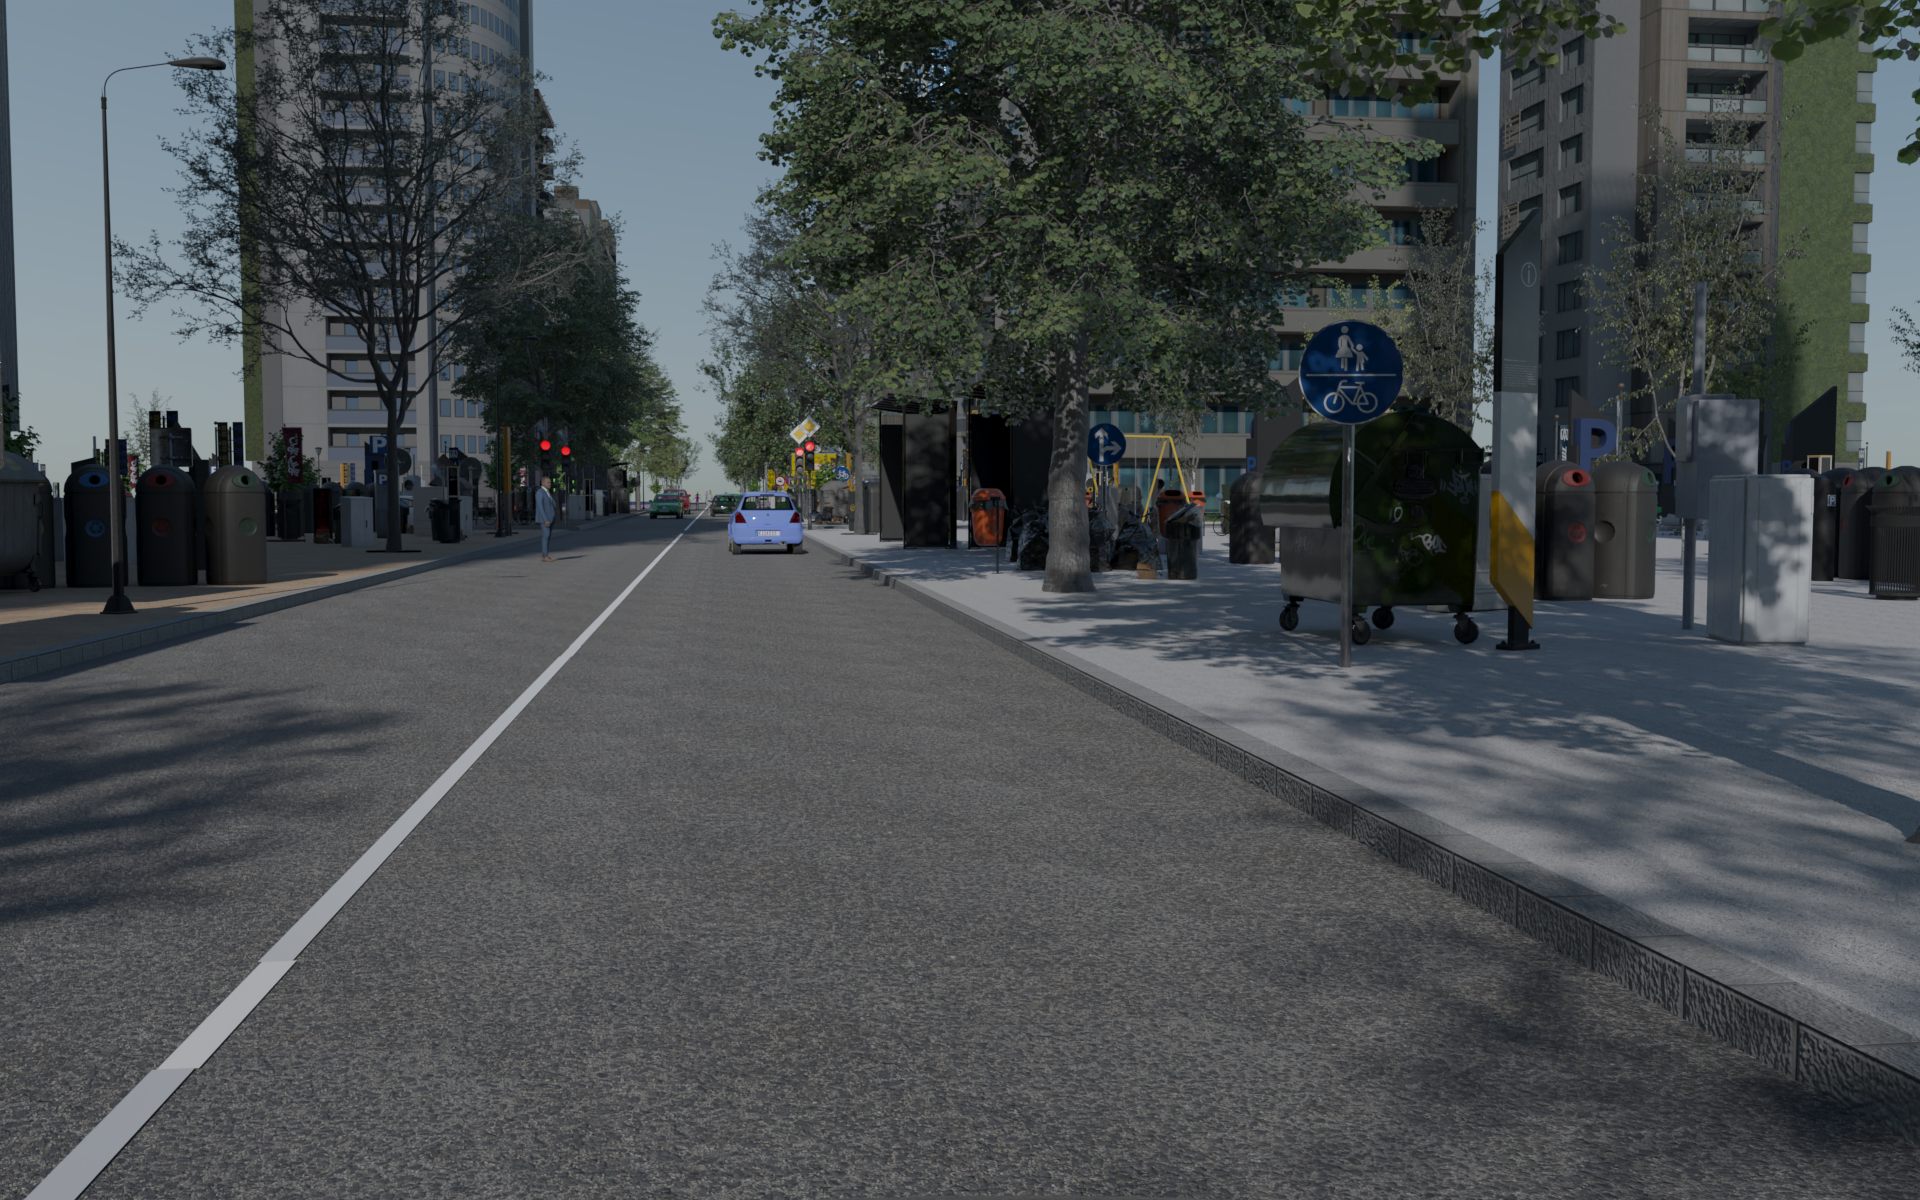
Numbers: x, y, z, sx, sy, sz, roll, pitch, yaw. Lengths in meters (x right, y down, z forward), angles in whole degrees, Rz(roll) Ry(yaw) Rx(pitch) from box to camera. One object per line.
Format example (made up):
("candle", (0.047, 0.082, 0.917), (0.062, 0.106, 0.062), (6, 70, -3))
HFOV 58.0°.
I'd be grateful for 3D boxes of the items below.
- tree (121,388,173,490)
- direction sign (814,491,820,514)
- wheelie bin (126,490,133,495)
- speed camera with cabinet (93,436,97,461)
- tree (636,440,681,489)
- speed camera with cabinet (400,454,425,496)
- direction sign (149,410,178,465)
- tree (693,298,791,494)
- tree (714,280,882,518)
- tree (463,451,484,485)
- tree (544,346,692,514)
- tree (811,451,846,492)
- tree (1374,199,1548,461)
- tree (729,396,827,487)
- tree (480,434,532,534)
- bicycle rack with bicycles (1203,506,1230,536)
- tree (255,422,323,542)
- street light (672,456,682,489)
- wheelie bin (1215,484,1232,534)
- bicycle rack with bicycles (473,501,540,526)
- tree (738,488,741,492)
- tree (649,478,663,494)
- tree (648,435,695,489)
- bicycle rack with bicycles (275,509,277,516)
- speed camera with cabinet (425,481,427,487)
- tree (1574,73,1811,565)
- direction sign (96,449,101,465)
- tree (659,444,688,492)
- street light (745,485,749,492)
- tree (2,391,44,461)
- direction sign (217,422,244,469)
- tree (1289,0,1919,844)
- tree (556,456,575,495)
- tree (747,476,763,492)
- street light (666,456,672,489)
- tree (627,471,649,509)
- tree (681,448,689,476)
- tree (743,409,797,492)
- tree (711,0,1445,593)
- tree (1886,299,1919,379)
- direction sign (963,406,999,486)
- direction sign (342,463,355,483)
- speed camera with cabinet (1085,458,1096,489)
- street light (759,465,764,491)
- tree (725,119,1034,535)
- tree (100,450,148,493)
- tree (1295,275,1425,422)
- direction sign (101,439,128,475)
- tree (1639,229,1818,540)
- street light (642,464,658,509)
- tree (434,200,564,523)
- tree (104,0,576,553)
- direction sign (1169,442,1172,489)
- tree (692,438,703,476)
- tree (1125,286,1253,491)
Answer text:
("tree", (-56.177, -10.377, 120.033), (4.360, 8.622, 3.978), (0, 3, 0))
("direction sign", (-10.570, -8.147, 125.195), (0.876, 3.537, 0.379), (3, 5, 41))
("wheelie bin", (-61.531, -7.339, 127.908), (0.693, 1.594, 0.980), (0, 4, 2))
("speed camera with cabinet", (-28.917, -3.939, 58.734), (0.660, 3.252, 2.038), (-3, 5, -41))
("tree", (-35.900, -15.500, 203.786), (4.737, 8.622, 4.395), (0, 3, 0))
("speed camera with cabinet", (-27.883, -5.624, 86.291), (2.038, 3.252, 0.660), (1, 4, 18))
("direction sign", (-21.594, -3.367, 47.053), (0.876, 3.537, 0.379), (1, 4, 11))
("tree", (-19.778, -19.147, 168.938), (12.611, 20.169, 13.585), (0, 3, 0))
("tree", (-8.464, -10.758, 92.895), (9.611, 12.733, 9.660), (0, 3, 0))
("tree", (-37.896, -9.064, 131.913), (4.285, 4.588, 4.351), (0, 3, 0))
("tree", (-23.333, -11.443, 112.847), (9.928, 11.665, 9.643), (0, 3, 0))
("tree", (-5.894, -5.077, 77.615), (1.663, 3.219, 1.824), (0, 3, 0))
("tree", (12.263, -5.679, 43.214), (4.360, 8.622, 3.978), (0, 3, 0))
("tree", (-14.600, -12.428, 137.609), (8.767, 10.594, 7.601), (-2, 4, -27))
("tree", (-14.662, -3.750, 55.920), (1.663, 3.219, 1.824), (0, 3, 0))
("bicycle rack with bicycles", (8.799, -2.380, 52.287), (2.925, 0.926, 2.852), (-1, 4, -23))
("tree", (-18.194, -3.181, 46.615), (1.663, 3.219, 1.824), (0, 3, 0))
("street light", (-37.367, -15.549, 226.769), (1.470, 5.913, 1.316), (0, 4, -8))
("wheelie bin", (8.648, -2.906, 55.420), (0.980, 1.594, 0.693), (0, 4, -5))
("bicycle rack with bicycles", (-18.491, -3.554, 71.497), (2.852, 0.926, 2.925), (3, 5, 43))
("tree", (-36.903, -21.355, 299.518), (4.360, 8.622, 3.978), (0, 3, 0))
("tree", (-32.466, -11.678, 185.543), (1.663, 3.219, 1.824), (0, 3, 0))
("tree", (-41.902, -19.309, 250.116), (7.601, 10.594, 8.767), (-1, 4, -9))
("bicycle rack with bicycles", (-39.512, -5.034, 95.684), (2.852, 0.926, 2.925), (-2, 4, -28))
("speed camera with cabinet", (-36.631, -7.648, 119.374), (0.660, 3.252, 2.038), (2, 4, 35))
("tree", (13.169, -4.948, 31.267), (4.360, 8.622, 3.978), (0, 3, 0))
("direction sign", (-42.718, -5.769, 86.325), (0.379, 3.537, 0.876), (3, 5, 42))
("tree", (-43.120, -19.048, 261.793), (4.360, 8.622, 3.978), (0, 3, 0))
("street light", (-18.475, -11.166, 155.110), (1.470, 5.913, 1.316), (0, 4, -8))
("tree", (-15.647, -2.027, 27.746), (1.663, 3.219, 1.824), (0, 3, 0))
("direction sign", (-22.874, -3.815, 54.378), (0.876, 3.537, 0.379), (1, 4, 11))
("tree", (3.880, -5.397, 6.365), (7.486, 12.596, 7.792), (0, 3, 0))
("tree", (-28.903, -8.836, 128.179), (4.285, 4.588, 4.351), (0, 3, 0))
("tree", (-22.184, -11.697, 185.846), (1.663, 3.219, 1.824), (0, 3, 0))
("street light", (-30.541, -12.543, 177.616), (1.470, 5.913, 1.316), (0, 4, -8))
("tree", (-27.933, -9.361, 147.649), (1.663, 3.219, 1.824), (0, 3, 0))
("tree", (-36.492, -16.354, 217.750), (4.737, 8.622, 4.395), (0, 3, 0))
("tree", (-13.114, -10.975, 129.807), (4.360, 8.622, 3.978), (0, 3, 0))
("tree", (1.477, -7.089, 22.554), (9.857, 13.997, 8.962), (0, 3, 0))
("tree", (25.443, -5.637, 42.535), (4.360, 8.622, 3.978), (0, 3, 0))
("direction sign", (0.585, -3.208, 44.441), (0.876, 3.537, 0.379), (0, 4, -1))
("direction sign", (-44.647, -8.233, 126.599), (0.876, 3.537, 0.379), (-2, 4, -28))
("speed camera with cabinet", (5.151, -5.096, 77.651), (2.038, 3.252, 0.660), (-1, 4, -12))
("street light", (-12.448, -8.513, 111.729), (1.470, 5.913, 1.316), (0, 4, -8))
("tree", (-3.231, -8.790, 54.079), (12.009, 13.543, 11.850), (0, 3, 0))
("tree", (-53.773, -7.775, 110.828), (4.285, 4.588, 4.351), (0, 3, 0))
("tree", (13.369, -6.551, 57.468), (4.737, 8.622, 4.395), (0, 3, 0))
("direction sign", (-34.604, -4.838, 71.101), (0.876, 3.537, 0.379), (0, 4, -1))
("tree", (21.120, -5.983, 48.188), (4.737, 8.622, 4.395), (0, 3, 0))
("street light", (-25.999, -10.558, 145.167), (1.470, 5.913, 1.316), (0, 4, -8))
("tree", (-17.695, -10.312, 75.248), (9.857, 13.997, 8.962), (0, 3, 0))
("tree", (-12.465, -7.795, 37.823), (12.009, 13.543, 11.850), (0, 3, 0))
("direction sign", (9.097, -5.065, 74.803), (0.379, 3.537, 0.876), (0, 4, 0))
("tree", (-48.747, -22.928, 300.620), (9.928, 11.665, 9.643), (0, 3, 0))
("tree", (7.598, -6.589, 58.099), (4.360, 8.622, 3.978), (0, 3, 0))
